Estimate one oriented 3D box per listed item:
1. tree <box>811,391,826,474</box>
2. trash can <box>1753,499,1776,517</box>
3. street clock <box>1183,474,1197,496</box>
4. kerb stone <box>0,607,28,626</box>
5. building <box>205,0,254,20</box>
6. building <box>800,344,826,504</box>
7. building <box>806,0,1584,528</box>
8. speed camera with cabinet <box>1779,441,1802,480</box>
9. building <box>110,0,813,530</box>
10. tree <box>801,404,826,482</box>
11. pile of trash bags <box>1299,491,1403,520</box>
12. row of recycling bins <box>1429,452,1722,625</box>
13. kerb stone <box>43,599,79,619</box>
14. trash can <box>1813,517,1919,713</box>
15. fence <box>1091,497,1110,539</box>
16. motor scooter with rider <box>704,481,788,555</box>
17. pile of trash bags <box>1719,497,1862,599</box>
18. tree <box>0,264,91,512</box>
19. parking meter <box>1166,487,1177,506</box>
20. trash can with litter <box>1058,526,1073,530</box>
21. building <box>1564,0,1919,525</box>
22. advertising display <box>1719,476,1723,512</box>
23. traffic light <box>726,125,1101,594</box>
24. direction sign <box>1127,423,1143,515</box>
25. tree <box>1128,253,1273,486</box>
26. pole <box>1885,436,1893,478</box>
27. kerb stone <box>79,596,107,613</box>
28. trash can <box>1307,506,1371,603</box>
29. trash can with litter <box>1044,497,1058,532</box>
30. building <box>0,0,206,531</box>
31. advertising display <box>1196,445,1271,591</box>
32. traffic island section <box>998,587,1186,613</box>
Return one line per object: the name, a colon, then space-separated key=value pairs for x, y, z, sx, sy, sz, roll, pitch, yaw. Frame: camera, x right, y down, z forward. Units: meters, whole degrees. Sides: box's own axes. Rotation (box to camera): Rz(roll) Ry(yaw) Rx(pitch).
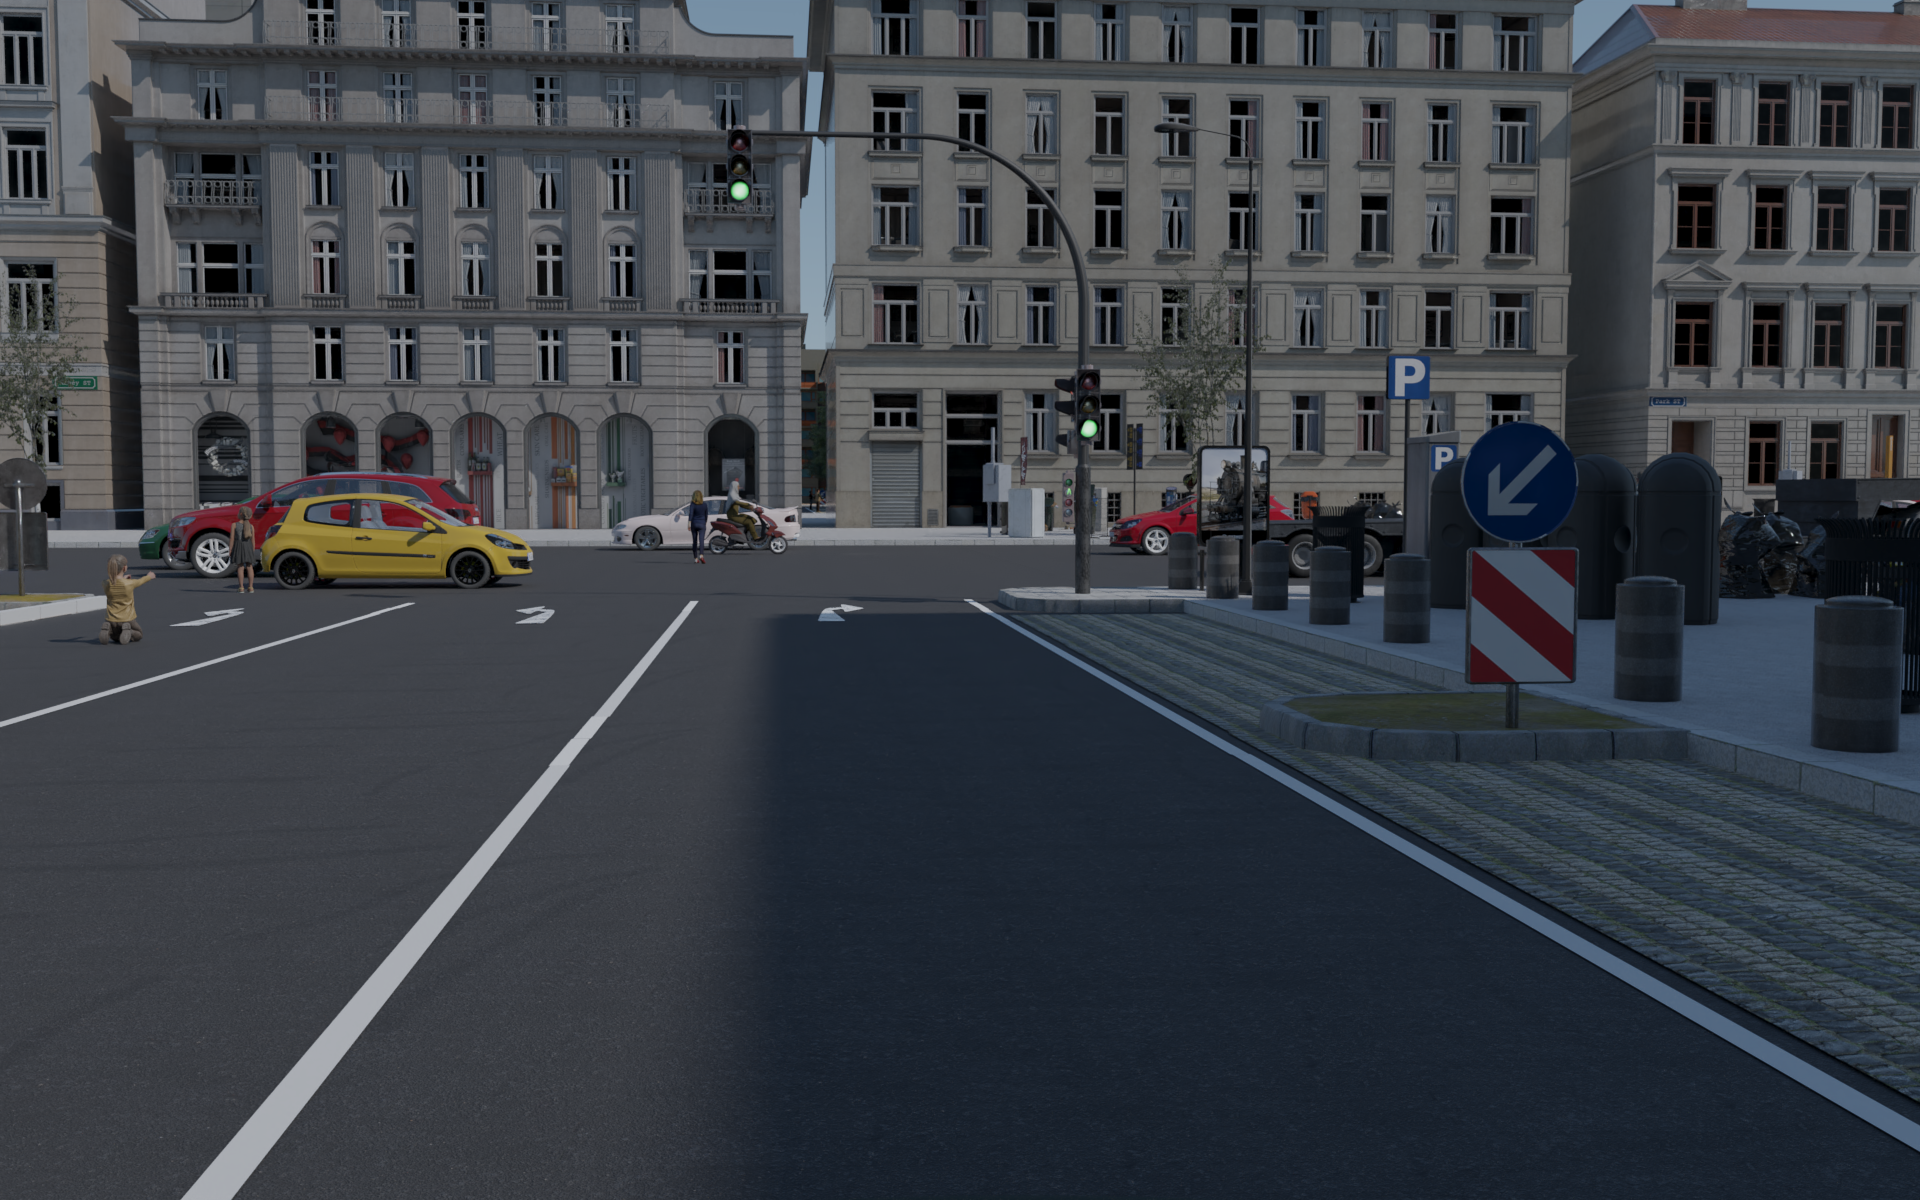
tree: x=-9.957 y=-14.635 z=157.415 sx=7.486 sy=12.596 sz=7.792 roll=0 pitch=3 yaw=0
trash can: x=25.623 y=-2.663 z=55.189 sx=0.748 sy=1.137 sz=0.748 roll=0 pitch=3 yaw=0
street clock: x=8.123 y=-3.461 z=61.157 sx=0.471 sy=2.002 sz=0.358 roll=-1 pitch=4 yaw=-14
kerb stone: x=-10.513 y=0.180 z=19.272 sx=0.120 sy=0.150 sz=1.000 roll=0 pitch=4 yaw=-6
building: x=-59.799 y=-42.530 z=133.612 sx=20.563 sy=71.187 sz=20.611 roll=0 pitch=4 yaw=-6
building: x=-22.833 y=-23.908 z=235.936 sx=28.899 sy=21.520 sz=27.650 roll=0 pitch=4 yaw=-6
building: x=8.755 y=-14.657 z=72.923 sx=30.059 sy=22.955 sz=16.112 roll=0 pitch=4 yaw=-6
speed camera with cabinet: x=31.523 y=-4.276 z=64.255 sx=2.038 sy=3.252 sz=0.660 roll=3 pitch=5 yaw=45
building: x=-17.872 y=-13.798 z=67.394 sx=24.055 sy=21.916 sz=13.314 roll=0 pitch=4 yaw=-6
tree: x=-11.836 y=-16.141 z=180.917 sx=9.611 sy=12.733 sz=9.660 roll=0 pitch=3 yaw=0
pile of trash bags: x=13.138 y=-2.960 z=58.141 sx=3.447 sy=1.369 sz=1.912 roll=0 pitch=4 yaw=4
row of recycling bins: x=6.412 y=-0.690 z=18.393 sx=1.069 sy=1.692 sz=3.534 roll=-2 pitch=4 yaw=-32
kerb stone: x=-10.622 y=0.119 z=20.296 sx=0.120 sy=0.150 sz=1.000 roll=0 pitch=4 yaw=-6
trash can: x=5.480 y=0.082 z=10.313 sx=0.748 sy=1.137 sz=0.748 roll=0 pitch=3 yaw=0
fence: x=4.113 y=-2.434 z=50.992 sx=0.480 sy=1.192 sz=2.264 roll=1 pitch=4 yaw=18
motor scooter with rider: x=-5.079 y=-1.964 z=41.070 sx=1.986 sy=1.779 sz=0.876 roll=0 pitch=4 yaw=-6
pile of trash bags: x=9.453 y=-0.749 z=22.006 sx=3.447 sy=1.369 sz=1.912 roll=0 pitch=4 yaw=0
tree: x=-29.441 y=-6.376 z=54.610 sx=4.360 sy=8.622 sz=3.978 roll=0 pitch=3 yaw=0
parking meter: x=7.146 y=-3.068 z=58.567 sx=0.372 sy=1.533 sz=0.369 roll=0 pitch=3 yaw=0
trash can with litter: x=4.277 y=-3.184 z=63.122 sx=2.233 sy=1.210 sz=1.678 roll=-3 pitch=5 yaw=-45
building: x=35.641 y=-14.424 z=71.985 sx=21.152 sy=22.565 sz=11.583 roll=0 pitch=4 yaw=-6
advertising display: x=26.491 y=-3.437 z=61.414 sx=0.974 sy=1.923 sz=0.123 roll=2 pitch=4 yaw=32
traffic light: x=-0.520 y=-2.887 z=21.873 sx=4.771 sy=5.953 sz=1.251 roll=0 pitch=4 yaw=-6
direction sign: x=5.626 y=-3.902 z=55.790 sx=0.379 sy=3.537 sz=0.876 roll=-2 pitch=4 yaw=-28
tree: x=7.255 y=-6.239 z=52.376 sx=4.360 sy=8.622 sz=3.978 roll=0 pitch=3 yaw=0
pole: x=32.464 y=-4.082 z=60.580 sx=0.158 sy=3.312 sz=0.155 roll=0 pitch=3 yaw=0
kerb stone: x=-10.728 y=0.054 z=21.320 sx=0.120 sy=0.150 sz=1.000 roll=0 pitch=4 yaw=-6
trash can: x=4.490 y=-0.544 z=20.555 sx=0.748 sy=1.137 sz=0.748 roll=0 pitch=3 yaw=0
trash can with litter: x=2.952 y=-2.932 z=59.323 sx=0.624 sy=1.170 sz=1.055 roll=1 pitch=4 yaw=17
building: x=-40.337 y=-17.092 z=65.366 sx=20.117 sy=28.700 sz=13.634 roll=0 pitch=4 yaw=-6
advertising display: x=3.620 y=-1.085 z=22.952 sx=0.974 sy=1.923 sz=0.123 roll=-1 pitch=4 yaw=-9
traffic island section: x=1.593 y=-0.004 z=22.345 sx=2.009 sy=0.180 sz=2.903 roll=0 pitch=4 yaw=-6
